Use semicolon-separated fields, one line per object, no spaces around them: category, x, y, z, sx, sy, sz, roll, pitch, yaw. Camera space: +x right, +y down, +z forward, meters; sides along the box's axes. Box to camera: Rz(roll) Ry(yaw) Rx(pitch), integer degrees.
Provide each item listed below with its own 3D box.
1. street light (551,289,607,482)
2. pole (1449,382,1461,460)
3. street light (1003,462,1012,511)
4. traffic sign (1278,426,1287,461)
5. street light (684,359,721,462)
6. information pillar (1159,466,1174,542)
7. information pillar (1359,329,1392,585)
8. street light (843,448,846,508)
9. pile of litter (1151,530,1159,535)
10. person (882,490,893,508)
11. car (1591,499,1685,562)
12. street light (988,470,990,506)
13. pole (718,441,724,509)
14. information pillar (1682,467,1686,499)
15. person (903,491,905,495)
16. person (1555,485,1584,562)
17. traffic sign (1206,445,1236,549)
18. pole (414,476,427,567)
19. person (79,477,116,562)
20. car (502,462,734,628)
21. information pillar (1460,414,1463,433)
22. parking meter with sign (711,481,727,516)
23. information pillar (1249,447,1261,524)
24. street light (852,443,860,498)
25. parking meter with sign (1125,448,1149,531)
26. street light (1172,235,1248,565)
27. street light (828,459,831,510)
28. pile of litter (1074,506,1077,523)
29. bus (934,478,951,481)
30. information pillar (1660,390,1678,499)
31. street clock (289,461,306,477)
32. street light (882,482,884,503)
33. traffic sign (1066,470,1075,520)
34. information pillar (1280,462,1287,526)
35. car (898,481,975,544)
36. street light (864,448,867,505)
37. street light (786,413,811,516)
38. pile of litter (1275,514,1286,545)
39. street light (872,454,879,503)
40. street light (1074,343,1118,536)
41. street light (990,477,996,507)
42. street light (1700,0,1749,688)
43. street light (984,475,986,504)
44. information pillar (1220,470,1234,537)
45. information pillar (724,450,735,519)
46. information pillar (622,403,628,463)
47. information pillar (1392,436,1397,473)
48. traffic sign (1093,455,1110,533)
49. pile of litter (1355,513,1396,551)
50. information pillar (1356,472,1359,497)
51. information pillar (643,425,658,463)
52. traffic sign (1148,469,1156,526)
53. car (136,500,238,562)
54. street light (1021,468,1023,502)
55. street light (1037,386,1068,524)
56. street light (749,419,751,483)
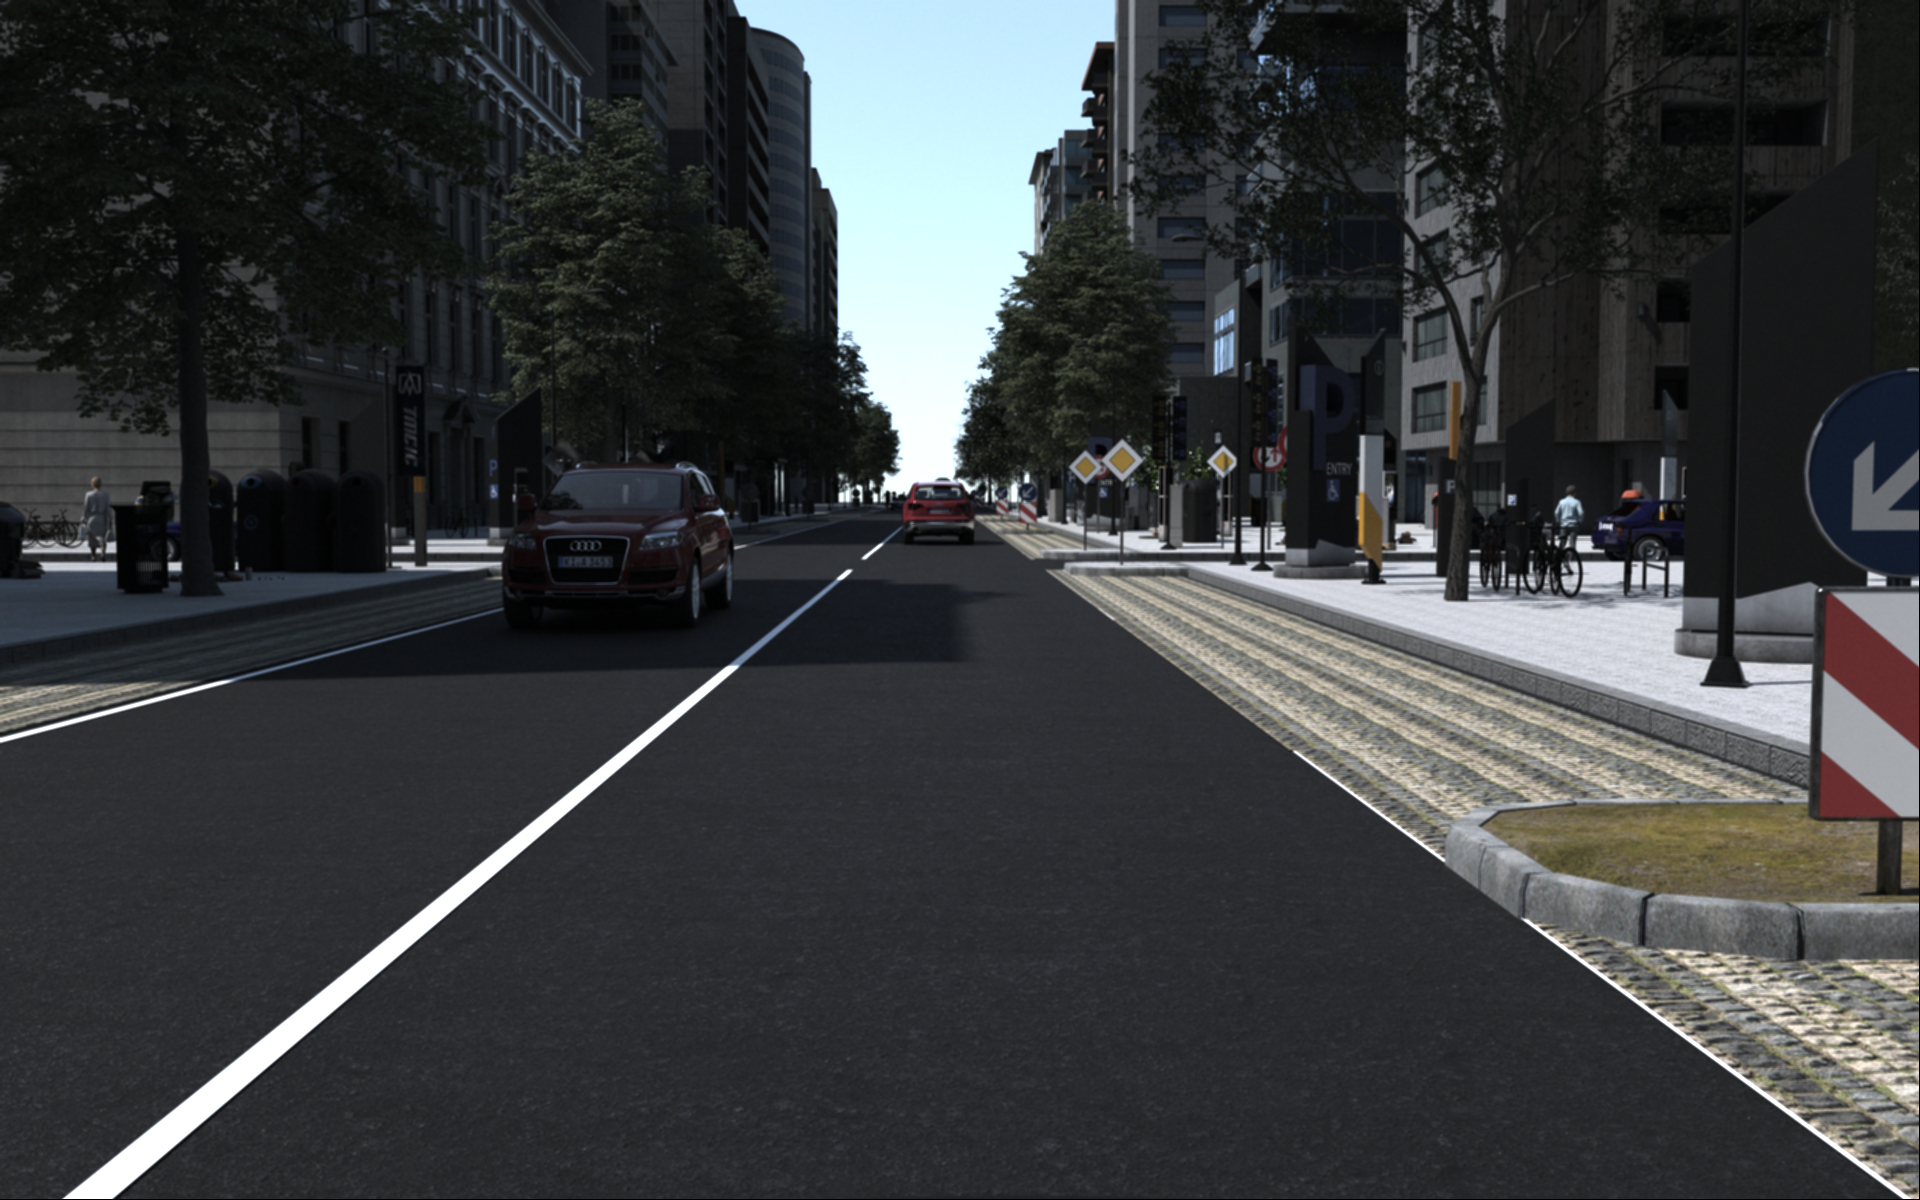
street light;-8.694;-4.088;39.381;1.470;5.913;1.316;0;4;-1
pole;8.991;-2.303;31.502;0.158;3.312;0.155;0;3;0
street light;3.545;-8.618;113.445;1.470;5.913;1.316;0;4;-1
traffic sign;5.933;-1.847;30.311;0.768;2.556;0.104;0;4;4
street light;-8.932;-5.332;59.712;1.470;5.913;1.316;0;4;-1
information pillar;5.487;-2.542;46.054;0.304;2.012;0.304;-1;4;-23
information pillar;5.840;-2.029;24.532;0.504;3.616;0.183;-3;5;-43
street light;-9.728;-10.004;136.101;1.470;5.913;1.316;0;4;-1
pile of litter;6.507;-2.425;53.618;1.176;0.858;1.719;0;4;6
person;-7.236;-10.013;172.175;1.348;1.831;0.705;2;4;24
car;15.130;-1.404;35.539;3.894;1.354;1.945;0;4;0
street light;3.238;-10.885;150.513;1.470;5.913;1.316;0;4;-1
pole;-9.110;-4.419;66.093;0.158;3.312;0.155;0;3;0
information pillar;19.998;-2.628;47.452;0.304;2.012;0.304;-3;4;-37
person;-8.506;-15.643;263.900;0.705;1.869;1.348;1;4;16
person;12.028;-1.458;34.155;0.330;1.601;0.589;-3;5;-43
traffic sign;6.152;-2.406;40.528;0.795;2.450;0.064;0;4;4
pole;-9.535;-2.245;30.546;0.158;3.312;0.155;0;3;0
person;-17.455;-1.598;34.981;0.694;1.780;0.624;-1;4;-18
car;-3.865;-0.707;20.237;2.281;1.827;5.304;0;4;-1
information pillar;14.697;-3.655;51.107;0.183;3.616;0.504;-1;4;-19
parking meter with sign;-14.417;-6.528;102.999;0.543;3.016;1.738;-3;5;-43
information pillar;11.944;-4.804;69.895;0.504;3.616;0.183;1;4;12
street light;-9.827;-11.212;155.859;1.470;5.913;1.316;0;4;-1
parking meter with sign;6.305;-3.985;61.410;0.543;3.016;1.738;2;4;34
street light;4.495;-3.588;31.203;1.470;5.913;1.316;0;4;-1
street light;-9.472;-8.774;115.989;1.470;5.913;1.316;0;4;-1
pile of litter;5.522;-3.788;75.897;1.176;0.858;1.719;2;4;25
bus;-2.571;-16.354;258.933;2.896;3.916;12.252;0;4;0
information pillar;16.092;-2.935;39.347;0.504;3.616;0.183;-2;4;-34
street clock;-14.638;-2.064;38.324;0.358;2.002;0.471;-3;5;-41
street light;-10.520;-15.037;218.391;1.470;5.913;1.316;0;4;-1
traffic sign;5.532;-5.256;86.037;0.768;2.556;0.104;0;4;5
information pillar;13.141;-4.780;69.511;0.504;3.616;0.183;3;4;38
car;-0.674;-2.576;50.787;2.281;1.827;5.304;0;4;-3
street light;-10.059;-12.443;175.979;1.470;5.913;1.316;0;4;-1
street light;-9.307;-7.757;99.363;1.470;5.913;1.316;0;4;-1
pile of litter;8.545;-1.805;43.473;1.176;0.858;1.719;0;4;-4
street light;-10.325;-13.828;198.635;1.470;5.913;1.316;0;4;-1
street light;4.213;-4.955;53.548;1.470;5.913;1.316;0;4;-1
street light;3.238;-9.665;130.566;1.470;5.913;1.316;0;4;-1
street light;4.591;-2.379;11.445;1.470;5.913;1.316;0;4;-1
street light;2.889;-12.093;170.268;1.470;5.913;1.316;0;4;-1
information pillar;8.038;-2.918;52.194;0.304;2.012;0.304;2;4;29
information pillar;-11.708;-5.904;87.891;0.504;3.616;0.183;0;4;-3
information pillar;-8.706;-3.284;45.056;0.183;3.616;0.504;0;4;-5
information pillar;15.267;-4.298;61.622;0.504;3.616;0.183;-1;4;-16
traffic sign;4.532;-3.461;56.698;0.768;2.556;0.104;0;4;3
pile of litter;9.435;-1.579;39.780;1.176;0.858;1.719;0;4;8
information pillar;13.204;-3.288;58.247;0.304;2.012;0.304;-1;4;-9
information pillar;-10.219;-4.021;57.100;0.504;3.616;0.183;-1;4;-14
traffic sign;6.377;-3.371;56.307;0.795;2.450;0.064;0;4;2
car;-14.793;-1.402;35.501;3.894;1.354;1.945;0;4;-1
street light;3.730;-7.371;93.061;1.470;5.913;1.316;0;4;-1
street light;3.894;-6.163;73.304;1.470;5.913;1.316;0;4;-1
street light;-9.139;-6.548;79.606;1.470;5.913;1.316;0;4;-1
